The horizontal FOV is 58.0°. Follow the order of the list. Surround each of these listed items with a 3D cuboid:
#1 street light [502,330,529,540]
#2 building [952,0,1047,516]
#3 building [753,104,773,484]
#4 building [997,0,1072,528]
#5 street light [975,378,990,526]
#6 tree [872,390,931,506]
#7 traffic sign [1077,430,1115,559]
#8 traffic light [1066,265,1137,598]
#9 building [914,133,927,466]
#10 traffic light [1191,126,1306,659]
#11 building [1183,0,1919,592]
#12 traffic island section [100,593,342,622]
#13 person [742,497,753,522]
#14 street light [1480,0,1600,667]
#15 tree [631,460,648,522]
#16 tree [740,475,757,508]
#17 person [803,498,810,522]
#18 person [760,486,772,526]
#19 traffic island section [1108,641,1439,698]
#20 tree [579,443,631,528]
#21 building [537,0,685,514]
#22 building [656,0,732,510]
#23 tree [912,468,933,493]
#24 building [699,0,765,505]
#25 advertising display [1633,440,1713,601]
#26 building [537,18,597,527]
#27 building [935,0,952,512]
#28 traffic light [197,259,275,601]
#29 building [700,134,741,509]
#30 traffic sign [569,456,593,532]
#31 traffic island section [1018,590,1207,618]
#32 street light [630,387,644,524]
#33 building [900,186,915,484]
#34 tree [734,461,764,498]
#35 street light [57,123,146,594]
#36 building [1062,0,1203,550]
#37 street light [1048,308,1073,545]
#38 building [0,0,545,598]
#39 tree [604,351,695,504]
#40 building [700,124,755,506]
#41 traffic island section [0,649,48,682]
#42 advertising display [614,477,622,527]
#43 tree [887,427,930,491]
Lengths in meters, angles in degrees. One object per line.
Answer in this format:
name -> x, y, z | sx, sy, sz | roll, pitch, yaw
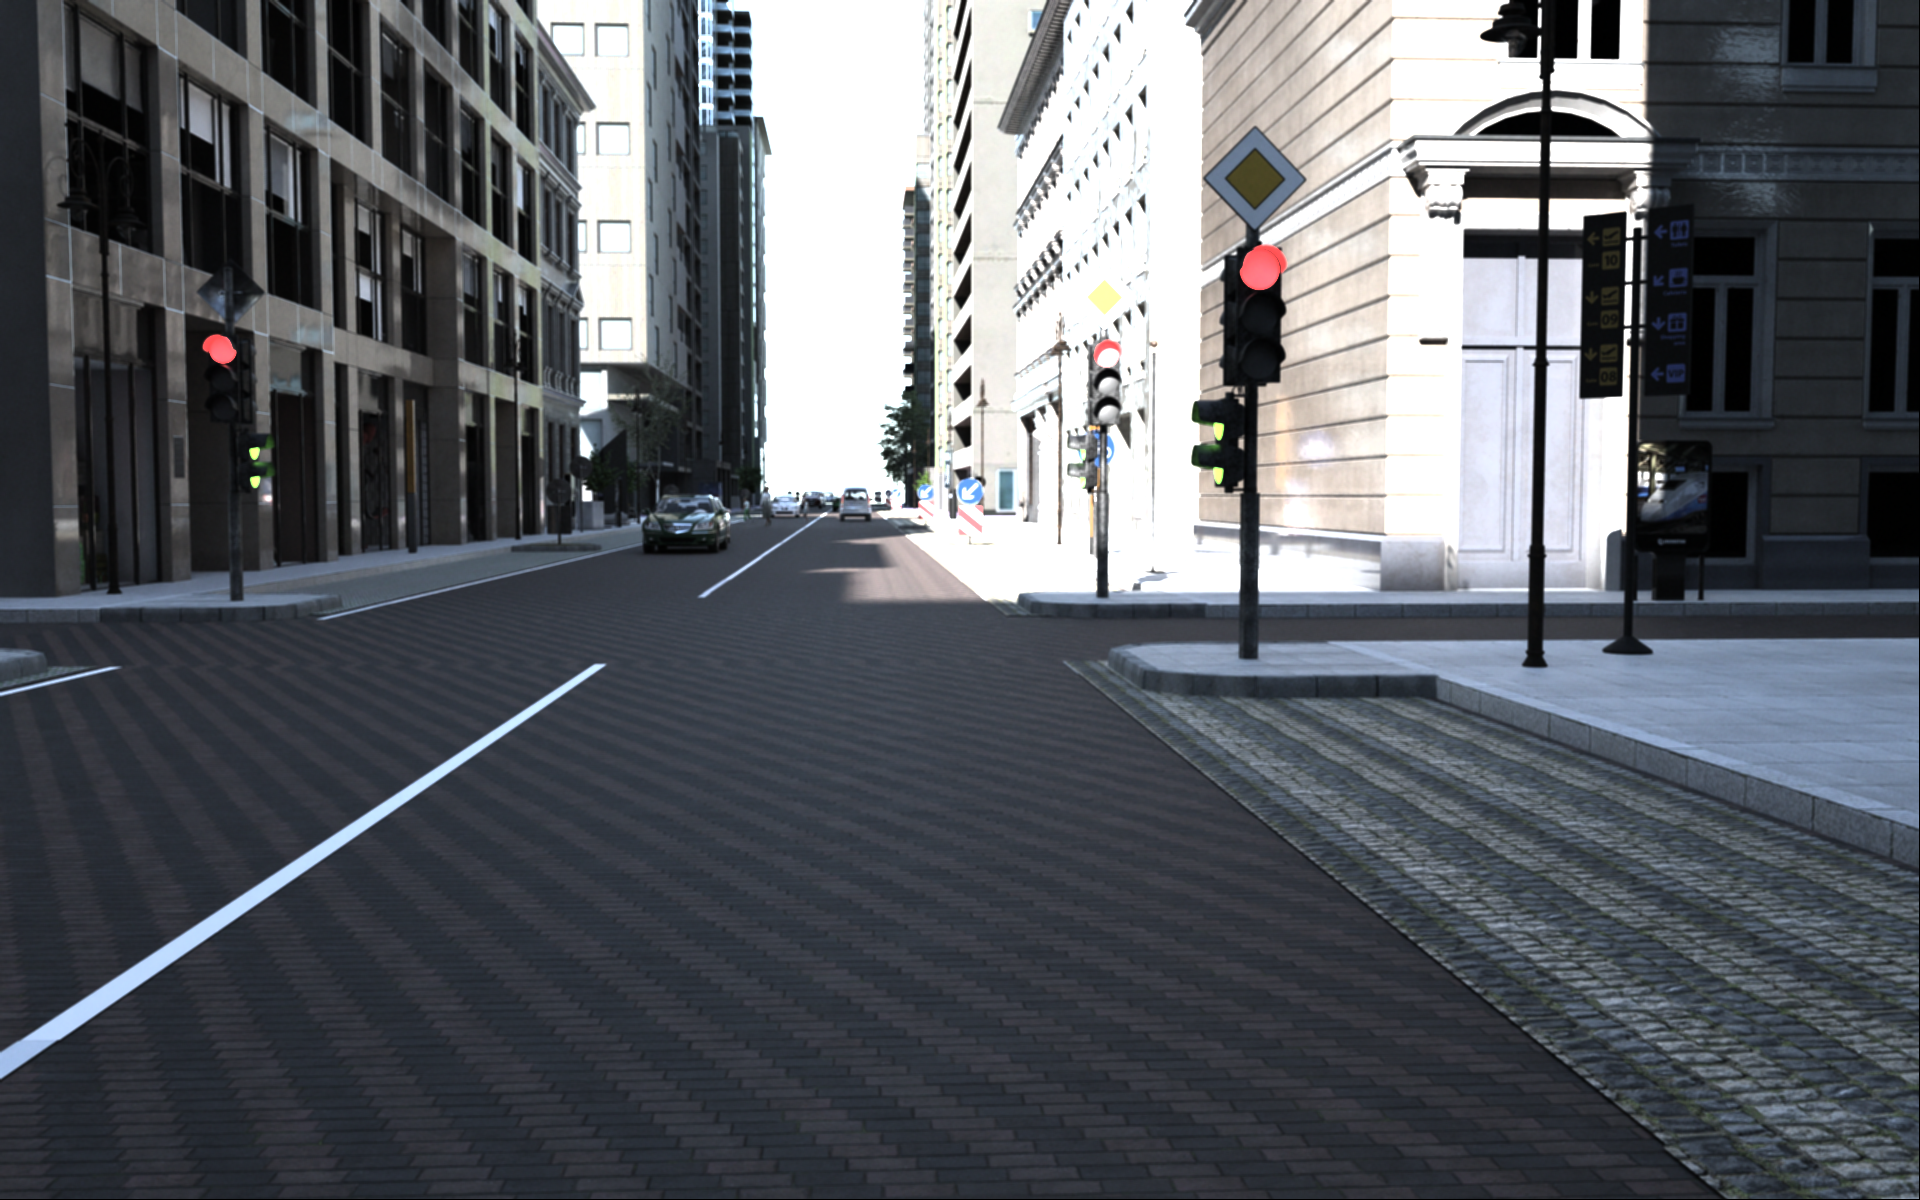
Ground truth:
street light -> -12.494, -4.648, 48.790 | 0.468, 5.910, 1.993 | 0, 4, -3
building -> 10.720, -29.813, 111.145 | 21.300, 48.544, 21.600 | 0, 4, -3
building -> -40.425, -39.634, 237.248 | 28.713, 52.752, 27.495 | 0, 4, -3
building -> 7.045, -13.797, 76.492 | 10.553, 20.767, 40.483 | 0, 4, -3
street light -> 0.893, -5.895, 69.171 | 0.468, 5.910, 1.993 | 0, 4, -3
tree -> -5.756, -16.546, 188.652 | 7.486, 12.596, 7.792 | 0, 3, 0
traffic sign -> 2.680, -2.090, 34.274 | 0.768, 2.556, 0.104 | 0, 4, -2
traffic light -> 1.750, -1.986, 21.387 | 0.839, 4.253, 0.868 | 0, 4, -3
building -> 1.722, -31.567, 199.713 | 14.154, 41.232, 14.086 | 0, 4, -3
traffic light -> 2.235, -1.498, 13.416 | 0.839, 4.253, 0.868 | 0, 4, -3
building -> 14.860, -14.850, 28.707 | 20.117, 28.700, 13.634 | 0, 4, -3
traffic island section -> -8.731, 0.086, 20.871 | 2.009, 0.180, 2.903 | 0, 4, -3
person -> -10.744, -4.575, 87.548 | 0.590, 1.304, 0.306 | 1, 4, 14
street light -> 4.281, -2.442, 12.718 | 0.468, 5.910, 1.993 | 0, 4, -3
tree -> -15.391, -5.279, 80.917 | 1.663, 3.219, 1.824 | 0, 3, 0
tree -> -19.225, -10.116, 159.999 | 1.663, 3.219, 1.824 | 0, 3, 0
person -> -7.710, -4.522, 87.442 | 0.382, 1.210, 0.505 | -1, 4, -22
person -> -8.651, -4.224, 77.794 | 0.478, 1.798, 0.641 | 2, 4, 32
traffic island section -> 2.275, 0.535, 13.533 | 2.009, 0.180, 2.903 | 0, 4, -3
tree -> -13.790, -4.329, 65.389 | 1.663, 3.219, 1.824 | 0, 3, 0
building -> -31.744, -31.749, 108.342 | 28.713, 52.752, 27.495 | 0, 4, -3
building -> -28.316, -42.433, 132.038 | 20.563, 71.187, 20.611 | 0, 4, -3
tree -> -2.487, -8.133, 127.569 | 1.663, 3.219, 1.824 | 0, 3, 0
building -> -34.534, -54.719, 207.328 | 22.319, 86.520, 31.000 | 0, 4, -3
advertising display -> 8.543, -0.956, 20.840 | 0.974, 1.923, 0.123 | 0, 4, -7
building -> -20.940, -13.988, 64.861 | 11.583, 22.565, 21.152 | 0, 4, -3
building -> 4.878, -28.126, 143.460 | 14.154, 41.232, 14.086 | 0, 4, -3
traffic light -> -8.691, -1.946, 20.739 | 0.839, 4.253, 0.868 | 0, 4, -3
building -> -36.456, -28.330, 155.080 | 32.217, 40.220, 23.993 | 0, 4, -3
traffic sign -> -12.663, -3.534, 57.890 | 0.768, 2.556, 0.104 | 0, 4, -3
traffic island section -> 1.791, 0.048, 21.503 | 2.009, 0.180, 2.903 | 0, 4, -3
street light -> -13.940, -6.250, 74.976 | 0.468, 5.910, 1.993 | 0, 4, -3
building -> 2.951, -35.911, 241.765 | 22.147, 44.769, 28.867 | 0, 4, -3
tree -> -21.060, -11.525, 172.153 | 4.285, 4.588, 4.351 | 0, 3, 0
street light -> -10.883, -3.017, 22.111 | 0.468, 5.910, 1.993 | 0, 4, -3
building -> 9.031, -11.817, 47.956 | 10.420, 20.320, 16.860 | 0, 4, -3
street light -> 2.495, -4.312, 43.285 | 0.468, 5.910, 1.993 | 0, 4, -3
building -> -21.828, -14.222, 37.039 | 19.350, 26.468, 34.151 | 0, 4, -3
tree -> -15.600, -8.413, 87.916 | 4.360, 8.622, 3.978 | 0, 3, 0
building -> -29.626, -30.750, 186.362 | 14.154, 41.232, 14.086 | 0, 4, -3
traffic island section -> -8.247, 0.574, 12.900 | 2.009, 0.180, 2.903 | 0, 4, -3
advertising display -> -13.265, -3.793, 67.223 | 0.123, 1.923, 0.974 | -1, 4, -22
tree -> -5.247, -14.164, 181.937 | 4.360, 8.622, 3.978 | 0, 3, 0
